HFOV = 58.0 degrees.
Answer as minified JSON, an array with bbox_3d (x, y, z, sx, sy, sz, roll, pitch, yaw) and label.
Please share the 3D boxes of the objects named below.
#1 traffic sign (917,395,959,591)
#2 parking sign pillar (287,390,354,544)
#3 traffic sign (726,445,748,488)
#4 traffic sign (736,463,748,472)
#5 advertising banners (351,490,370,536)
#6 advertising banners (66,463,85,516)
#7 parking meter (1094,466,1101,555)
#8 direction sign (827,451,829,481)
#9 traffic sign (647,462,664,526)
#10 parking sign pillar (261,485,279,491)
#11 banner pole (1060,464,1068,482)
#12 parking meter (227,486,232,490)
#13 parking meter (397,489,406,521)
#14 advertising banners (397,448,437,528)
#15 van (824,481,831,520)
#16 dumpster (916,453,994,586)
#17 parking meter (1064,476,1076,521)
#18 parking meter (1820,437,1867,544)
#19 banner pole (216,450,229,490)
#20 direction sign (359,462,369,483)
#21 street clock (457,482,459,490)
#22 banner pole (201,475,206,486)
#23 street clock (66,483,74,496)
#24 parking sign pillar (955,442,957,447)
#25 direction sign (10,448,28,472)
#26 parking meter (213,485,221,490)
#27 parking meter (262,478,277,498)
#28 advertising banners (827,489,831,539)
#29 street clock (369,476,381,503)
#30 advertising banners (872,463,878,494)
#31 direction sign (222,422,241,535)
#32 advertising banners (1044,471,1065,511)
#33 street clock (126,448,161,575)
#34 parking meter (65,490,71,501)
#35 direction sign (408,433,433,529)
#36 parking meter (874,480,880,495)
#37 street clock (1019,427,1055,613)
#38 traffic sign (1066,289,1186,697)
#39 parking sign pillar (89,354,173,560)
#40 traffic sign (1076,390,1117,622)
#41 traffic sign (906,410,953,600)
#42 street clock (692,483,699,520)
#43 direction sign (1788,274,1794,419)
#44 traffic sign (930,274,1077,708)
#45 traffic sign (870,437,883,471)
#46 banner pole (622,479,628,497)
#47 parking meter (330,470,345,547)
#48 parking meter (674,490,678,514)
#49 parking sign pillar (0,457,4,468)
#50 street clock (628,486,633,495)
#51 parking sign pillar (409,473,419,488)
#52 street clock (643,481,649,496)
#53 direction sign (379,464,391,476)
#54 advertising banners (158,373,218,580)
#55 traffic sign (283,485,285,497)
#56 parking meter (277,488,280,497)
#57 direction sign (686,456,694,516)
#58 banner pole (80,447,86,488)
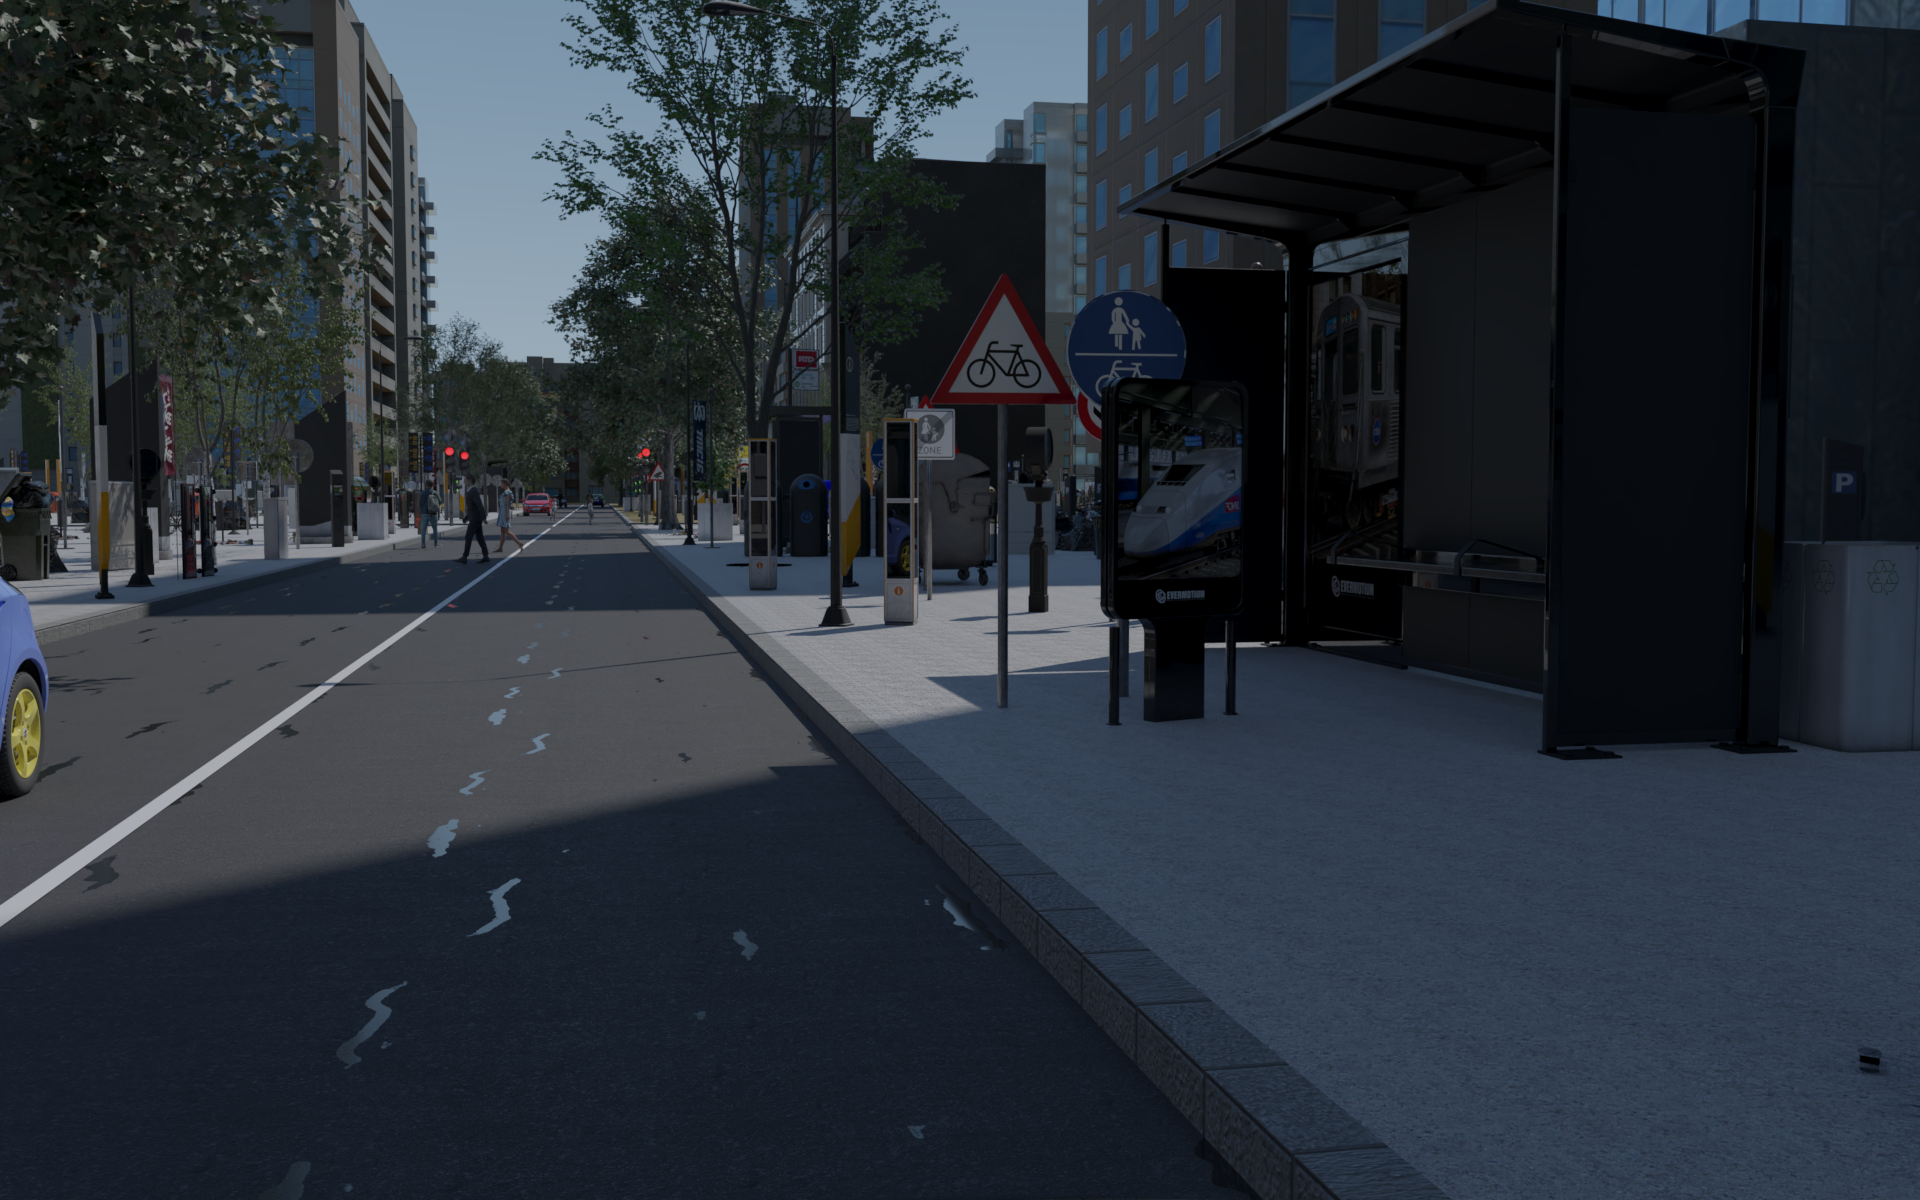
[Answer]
[{"bbox_3d":[-0.454,-1.400,22.891,0.884,2.594,0.081,0,4,-6],"label":"traffic sign"},{"bbox_3d":[-16.560,-3.458,45.018,1.447,3.967,1.447,0,4,-7],"label":"parking sign pillar"},{"bbox_3d":[-8.827,-4.777,71.974,2.265,3.308,0.079,-1,4,-10],"label":"traffic sign"},{"bbox_3d":[-8.754,-4.309,70.556,0.768,2.556,0.104,0,4,-4],"label":"traffic sign"},{"bbox_3d":[-18.891,-3.431,52.291,2.074,3.025,0.090,-2,4,-32],"label":"advertising banners"},{"bbox_3d":[-50.463,-6.275,98.791,2.074,3.025,0.090,2,4,29],"label":"advertising banners"},{"bbox_3d":[3.024,-1.867,36.236,0.399,1.863,0.255,3,5,42],"label":"parking meter"},{"bbox_3d":[-6.910,-6.050,90.906,0.379,3.537,0.876,-1,4,-10],"label":"direction sign"},{"bbox_3d":[-12.090,-4.251,69.503,0.884,2.594,0.081,0,4,-4],"label":"traffic sign"},{"bbox_3d":[-41.342,-7.160,105.539,1.447,3.967,1.447,1,4,10],"label":"parking sign pillar"},{"bbox_3d":[8.671,-9.467,144.805,0.863,3.779,0.401,1,4,9],"label":"banner pole"},{"bbox_3d":[-49.808,-6.884,118.269,0.399,1.863,0.255,0,4,7],"label":"parking meter"},{"bbox_3d":[-26.315,-4.478,81.632,0.372,1.533,0.369,0,3,0],"label":"parking meter"},{"bbox_3d":[-20.351,-4.209,65.006,2.074,3.025,0.090,2,4,29],"label":"advertising banners"},{"bbox_3d":[-6.277,-4.426,76.753,5.245,2.365,2.240,-1,4,-13],"label":"van"},{"bbox_3d":[-0.273,-1.166,24.828,1.264,1.857,1.865,-1,4,-12],"label":"dumpster"},{"bbox_3d":[3.574,-3.082,56.109,0.255,1.863,0.399,-2,4,-26],"label":"parking meter"},{"bbox_3d":[9.121,-0.746,17.901,0.399,1.863,0.255,1,4,20],"label":"parking meter"},{"bbox_3d":[-42.319,-6.682,99.262,0.863,3.779,0.401,0,4,2],"label":"banner pole"},{"bbox_3d":[-42.421,-8.033,123.340,0.379,3.537,0.876,2,4,24],"label":"direction sign"},{"bbox_3d":[-30.142,-6.088,104.107,0.358,2.002,0.471,-2,4,-31],"label":"street clock"},{"bbox_3d":[-45.631,-7.010,104.633,0.863,3.779,0.401,0,4,-3],"label":"banner pole"},{"bbox_3d":[-57.291,-6.542,111.529,0.471,2.002,0.358,2,4,26],"label":"street clock"},{"bbox_3d":[-0.379,-6.200,89.839,1.447,3.967,1.447,-2,4,-26],"label":"parking sign pillar"},{"bbox_3d":[-49.436,-6.062,91.115,0.876,3.537,0.379,0,4,3],"label":"direction sign"},{"bbox_3d":[-46.658,-6.305,108.802,0.255,1.863,0.399,3,4,36],"label":"parking meter"},{"bbox_3d":[-23.163,-3.206,58.128,0.255,1.863,0.399,3,5,42],"label":"parking meter"},{"bbox_3d":[-3.907,-3.307,50.262,0.090,3.025,2.074,-1,4,-18],"label":"advertising banners"},{"bbox_3d":[-23.140,-3.918,68.631,0.471,2.002,0.358,1,4,22],"label":"street clock"},{"bbox_3d":[-4.993,-5.559,87.072,2.074,3.025,0.090,-2,4,-23],"label":"advertising banners"},{"bbox_3d":[-22.998,-3.838,54.754,0.379,3.537,0.876,1,4,11],"label":"direction sign"},{"bbox_3d":[3.454,-4.150,64.048,0.090,3.025,2.074,2,4,34],"label":"advertising banners"},{"bbox_3d":[-12.881,-1.394,27.370,0.471,2.002,0.358,-3,5,-41],"label":"street clock"},{"bbox_3d":[-53.975,-5.897,104.834,0.372,1.533,0.369,0,3,0],"label":"parking meter"},{"bbox_3d":[-19.867,-4.396,63.870,0.876,3.537,0.379,0,4,-1],"label":"direction sign"},{"bbox_3d":[-3.392,-4.058,72.061,0.255,1.863,0.399,1,4,13],"label":"parking meter"},{"bbox_3d":[0.854,-0.869,18.778,0.358,2.002,0.471,1,4,15],"label":"street clock"},{"bbox_3d":[1.031,-0.660,10.901,0.768,2.556,0.104,0,4,-8],"label":"traffic sign"},{"bbox_3d":[-16.121,-2.761,33.622,1.447,3.967,1.447,0,4,-4],"label":"parking sign pillar"},{"bbox_3d":[1.536,-1.054,17.341,0.768,2.556,0.104,0,4,-4],"label":"traffic sign"},{"bbox_3d":[-0.368,-1.145,20.848,0.606,2.300,0.079,-1,4,-9],"label":"traffic sign"},{"bbox_3d":[-12.866,-4.887,84.471,0.358,2.002,0.471,1,4,20],"label":"street clock"},{"bbox_3d":[8.164,-1.594,18.060,0.876,3.537,0.379,1,4,17],"label":"direction sign"},{"bbox_3d":[0.256,-0.631,10.328,0.884,2.594,0.081,-1,4,-10],"label":"traffic sign"},{"bbox_3d":[-1.616,-2.351,38.551,0.768,2.556,0.104,0,4,-3],"label":"traffic sign"},{"bbox_3d":[-28.994,-9.788,150.052,0.401,3.779,0.863,2,4,31],"label":"banner pole"},{"bbox_3d":[-15.069,-2.214,41.912,0.255,1.863,0.399,-2,4,-28],"label":"parking meter"},{"bbox_3d":[-18.532,-6.385,112.803,0.372,1.533,0.369,0,3,0],"label":"parking meter"},{"bbox_3d":[-70.297,-8.417,126.089,1.447,3.967,1.447,-2,4,-29],"label":"parking sign pillar"},{"bbox_3d":[-27.692,-8.629,145.650,0.471,2.002,0.358,3,5,45],"label":"street clock"},{"bbox_3d":[-41.315,-8.738,131.332,1.447,3.967,1.447,0,4,3],"label":"parking sign pillar"},{"bbox_3d":[-17.241,-5.544,95.212,0.358,2.002,0.471,0,4,-2],"label":"street clock"},{"bbox_3d":[-43.843,-8.567,132.060,0.876,3.537,0.379,-2,4,-32],"label":"direction sign"},{"bbox_3d":[-11.668,-1.834,26.180,0.090,3.025,2.074,0,4,-4],"label":"advertising banners"},{"bbox_3d":[-22.026,-3.320,56.407,0.606,2.300,0.079,0,4,-3],"label":"traffic sign"},{"bbox_3d":[-29.688,-4.091,75.293,0.372,1.533,0.369,0,3,0],"label":"parking meter"},{"bbox_3d":[-15.879,-6.796,103.110,0.876,3.537,0.379,0,4,-7],"label":"direction sign"},{"bbox_3d":[-45.379,-6.091,89.613,0.863,3.779,0.401,3,5,41],"label":"banner pole"}]
